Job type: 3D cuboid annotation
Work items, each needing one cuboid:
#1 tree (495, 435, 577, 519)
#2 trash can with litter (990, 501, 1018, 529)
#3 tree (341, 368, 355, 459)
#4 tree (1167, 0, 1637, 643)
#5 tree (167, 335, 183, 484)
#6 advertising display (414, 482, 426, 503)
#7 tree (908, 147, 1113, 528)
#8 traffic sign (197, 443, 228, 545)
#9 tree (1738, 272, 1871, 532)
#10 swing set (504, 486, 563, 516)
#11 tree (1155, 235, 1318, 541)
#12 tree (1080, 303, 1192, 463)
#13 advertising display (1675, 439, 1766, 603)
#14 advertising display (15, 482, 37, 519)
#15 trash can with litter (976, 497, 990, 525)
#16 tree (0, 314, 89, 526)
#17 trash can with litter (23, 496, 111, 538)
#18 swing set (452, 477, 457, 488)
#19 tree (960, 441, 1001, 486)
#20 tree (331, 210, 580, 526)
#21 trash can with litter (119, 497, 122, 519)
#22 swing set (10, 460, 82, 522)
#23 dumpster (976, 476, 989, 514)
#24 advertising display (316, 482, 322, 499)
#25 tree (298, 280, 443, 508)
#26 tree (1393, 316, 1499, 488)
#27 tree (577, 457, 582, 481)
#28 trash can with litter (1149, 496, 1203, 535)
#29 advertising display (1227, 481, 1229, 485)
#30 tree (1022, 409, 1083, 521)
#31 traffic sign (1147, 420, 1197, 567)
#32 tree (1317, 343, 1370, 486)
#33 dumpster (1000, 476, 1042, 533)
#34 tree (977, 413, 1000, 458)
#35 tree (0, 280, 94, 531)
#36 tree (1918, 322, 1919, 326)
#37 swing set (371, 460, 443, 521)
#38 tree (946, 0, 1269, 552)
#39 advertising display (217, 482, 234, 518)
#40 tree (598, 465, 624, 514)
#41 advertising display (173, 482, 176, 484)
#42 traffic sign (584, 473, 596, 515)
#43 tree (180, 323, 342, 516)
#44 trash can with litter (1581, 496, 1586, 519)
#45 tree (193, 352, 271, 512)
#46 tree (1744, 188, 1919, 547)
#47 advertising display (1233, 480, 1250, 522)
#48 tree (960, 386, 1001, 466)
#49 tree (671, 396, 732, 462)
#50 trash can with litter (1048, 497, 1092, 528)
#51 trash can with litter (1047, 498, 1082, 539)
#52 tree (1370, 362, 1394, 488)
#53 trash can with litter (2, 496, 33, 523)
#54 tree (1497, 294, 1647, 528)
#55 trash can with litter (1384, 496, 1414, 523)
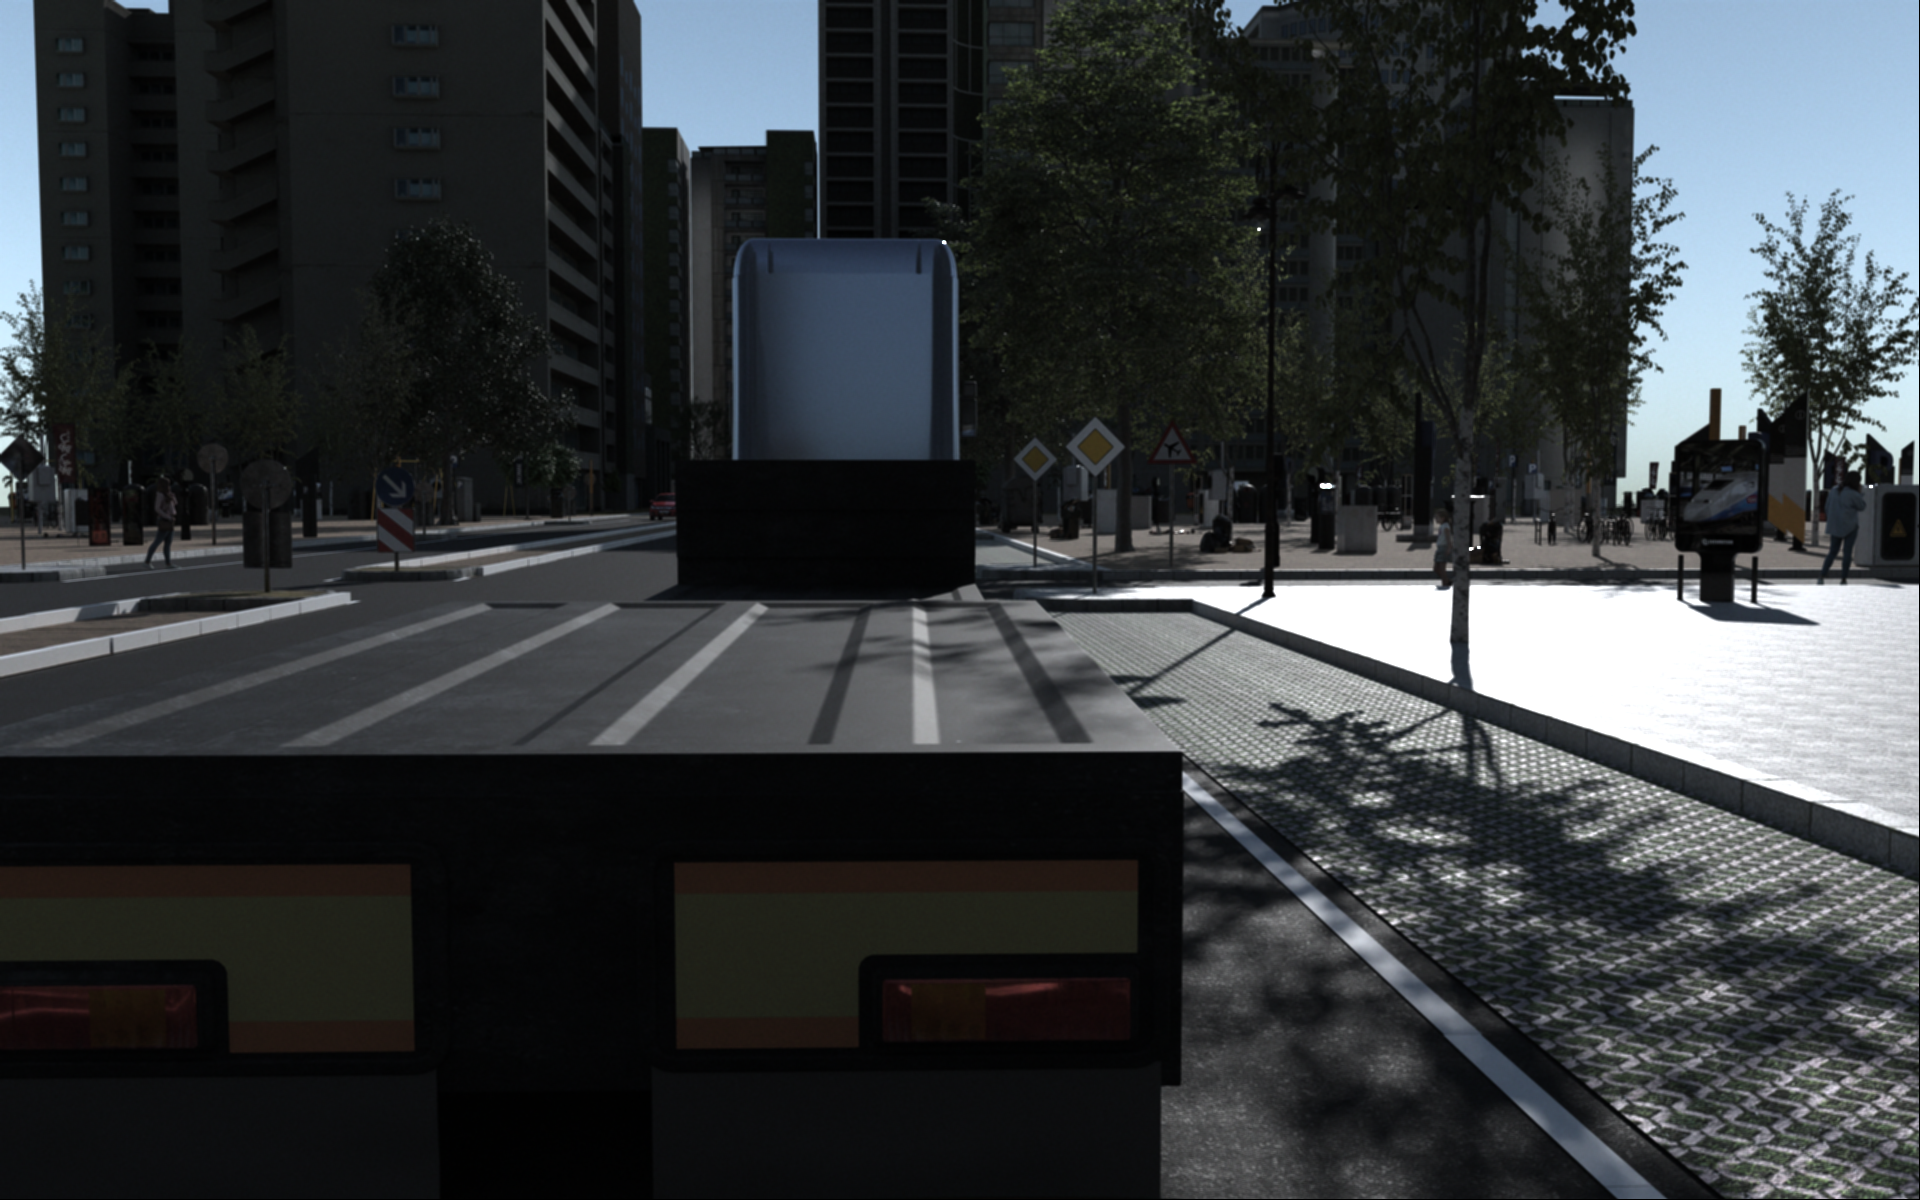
[{"bbox_3d":[-22.259,-6.437,88.967,4.285,4.588,4.351,0,3,0],"label":"tree"},{"bbox_3d":[1.713,-3.155,62.967,0.624,1.170,1.055,-2,4,-27],"label":"trash can with litter"},{"bbox_3d":[-36.853,-9.232,101.312,4.737,8.622,4.395,0,3,0],"label":"tree"},{"bbox_3d":[4.170,-3.950,14.939,4.737,8.622,4.395,0,3,0],"label":"tree"},{"bbox_3d":[-35.326,-7.818,78.188,4.737,8.622,4.395,0,3,0],"label":"tree"},{"bbox_3d":[-28.647,-5.303,91.923,0.974,1.923,0.123,3,5,41],"label":"advertising display"},{"bbox_3d":[1.789,-9.659,64.584,9.857,13.997,8.962,0,3,0],"label":"tree"},{"bbox_3d":[-18.711,-2.647,43.378,0.768,2.556,0.104,0,4,-1],"label":"traffic sign"},{"bbox_3d":[28.202,-6.608,58.400,4.360,8.622,3.978,0,3,0],"label":"tree"},{"bbox_3d":[-25.085,-6.342,101.308,3.119,2.851,2.862,0,4,-2],"label":"swing set"},{"bbox_3d":[7.458,-5.964,47.874,4.360,8.622,3.978,0,3,0],"label":"tree"},{"bbox_3d":[9.134,-10.200,92.533,9.928,11.665,9.643,0,3,0],"label":"tree"},{"bbox_3d":[9.045,-0.944,20.644,0.974,1.923,0.123,3,5,41],"label":"advertising display"},{"bbox_3d":[-48.755,-5.212,90.437,0.123,1.923,0.974,3,5,41],"label":"advertising display"},{"bbox_3d":[1.119,-3.684,71.613,0.624,1.170,1.055,2,4,34],"label":"trash can with litter"},{"bbox_3d":[-37.544,-7.334,70.277,4.360,8.622,3.978,0,3,0],"label":"tree"},{"bbox_3d":[-26.394,-2.465,51.357,2.233,1.210,1.678,-2,4,-34],"label":"trash can with litter"},{"bbox_3d":[-30.855,-6.427,102.699,2.862,2.851,3.119,0,4,2],"label":"swing set"},{"bbox_3d":[0.508,-6.613,91.844,4.285,4.588,4.351,0,3,0],"label":"tree"},{"bbox_3d":[-20.862,-9.383,70.415,9.611,12.733,9.660,0,3,0],"label":"tree"},{"bbox_3d":[-42.770,-4.655,87.162,1.678,1.210,2.233,0,4,4],"label":"trash can with litter"},{"bbox_3d":[-42.265,-5.030,79.866,3.119,2.851,2.862,-2,4,-28],"label":"swing set"},{"bbox_3d":[0.621,-4.962,83.620,1.502,2.255,1.985,0,4,-3],"label":"dumpster"},{"bbox_3d":[-34.728,-5.383,93.226,0.123,1.923,0.974,1,4,17],"label":"advertising display"},{"bbox_3d":[-20.162,-6.676,59.514,4.360,8.622,3.978,0,3,0],"label":"tree"},{"bbox_3d":[20.964,-7.389,71.168,4.360,8.622,3.978,0,3,0],"label":"tree"},{"bbox_3d":[-22.779,-6.909,96.674,4.285,4.588,4.351,0,3,0],"label":"tree"},{"bbox_3d":[6.987,-2.741,55.872,2.233,1.210,1.678,-1,4,-23],"label":"trash can with litter"},{"bbox_3d":[13.826,-5.073,88.164,0.123,1.923,0.974,-2,4,-27],"label":"advertising display"},{"bbox_3d":[4.510,-8.115,83.042,4.360,8.622,3.978,0,3,0],"label":"tree"},{"bbox_3d":[3.732,-1.868,30.540,0.884,2.594,0.081,0,4,0],"label":"traffic sign"},{"bbox_3d":[12.959,-7.156,67.357,4.360,8.622,3.978,0,3,0],"label":"tree"},{"bbox_3d":[2.025,-3.143,57.147,1.264,1.857,1.865,0,4,-3],"label":"dumpster"},{"bbox_3d":[-0.845,-10.675,108.953,8.767,10.594,7.601,-2,4,-31],"label":"tree"},{"bbox_3d":[-31.195,-6.724,60.295,4.737,8.622,4.395,0,3,0],"label":"tree"},{"bbox_3d":[21.154,-5.101,33.759,4.360,8.622,3.978,0,3,0],"label":"tree"},{"bbox_3d":[-25.800,-5.079,80.666,3.119,2.851,2.862,-2,4,-30],"label":"swing set"},{"bbox_3d":[3.252,-7.341,38.153,7.486,12.596,7.792,0,3,0],"label":"tree"},{"bbox_3d":[-40.190,-5.474,94.719,0.123,1.923,0.974,3,4,38],"label":"advertising display"},{"bbox_3d":[-22.726,-7.294,113.852,1.663,3.219,1.824,0,3,0],"label":"tree"},{"bbox_3d":[-40.286,-5.177,89.861,0.123,1.923,0.974,3,4,39],"label":"advertising display"},{"bbox_3d":[-22.381,-6.396,104.686,0.768,2.556,0.104,0,4,5],"label":"traffic sign"},{"bbox_3d":[-29.852,-7.578,74.259,4.737,8.622,4.395,0,3,0],"label":"tree"},{"bbox_3d":[31.847,-4.704,88.290,0.624,1.170,1.055,0,4,5],"label":"trash can with litter"},{"bbox_3d":[-37.020,-8.488,89.138,4.360,8.622,3.978,0,3,0],"label":"tree"},{"bbox_3d":[20.956,-5.596,41.851,4.737,8.622,4.395,0,3,0],"label":"tree"},{"bbox_3d":[13.110,-4.629,80.904,0.974,1.923,0.123,-2,4,-30],"label":"advertising display"},{"bbox_3d":[1.019,-9.154,100.036,4.737,8.622,4.395,0,3,0],"label":"tree"},{"bbox_3d":[-27.053,-15.660,181.793,9.928,11.665,9.643,0,3,0],"label":"tree"},{"bbox_3d":[4.390,-3.313,65.224,2.233,1.210,1.678,2,4,35],"label":"trash can with litter"},{"bbox_3d":[2.951,-2.327,49.426,1.055,1.170,0.624,3,5,41],"label":"trash can with litter"},{"bbox_3d":[22.425,-8.611,91.148,4.360,8.622,3.978,0,3,0],"label":"tree"},{"bbox_3d":[-41.748,-4.013,76.663,1.678,1.210,2.233,-1,4,-14],"label":"trash can with litter"},{"bbox_3d":[23.132,-6.990,64.647,4.360,8.622,3.978,0,3,0],"label":"tree"},{"bbox_3d":[19.821,-4.085,77.844,2.233,1.210,1.678,1,4,22],"label":"trash can with litter"}]
